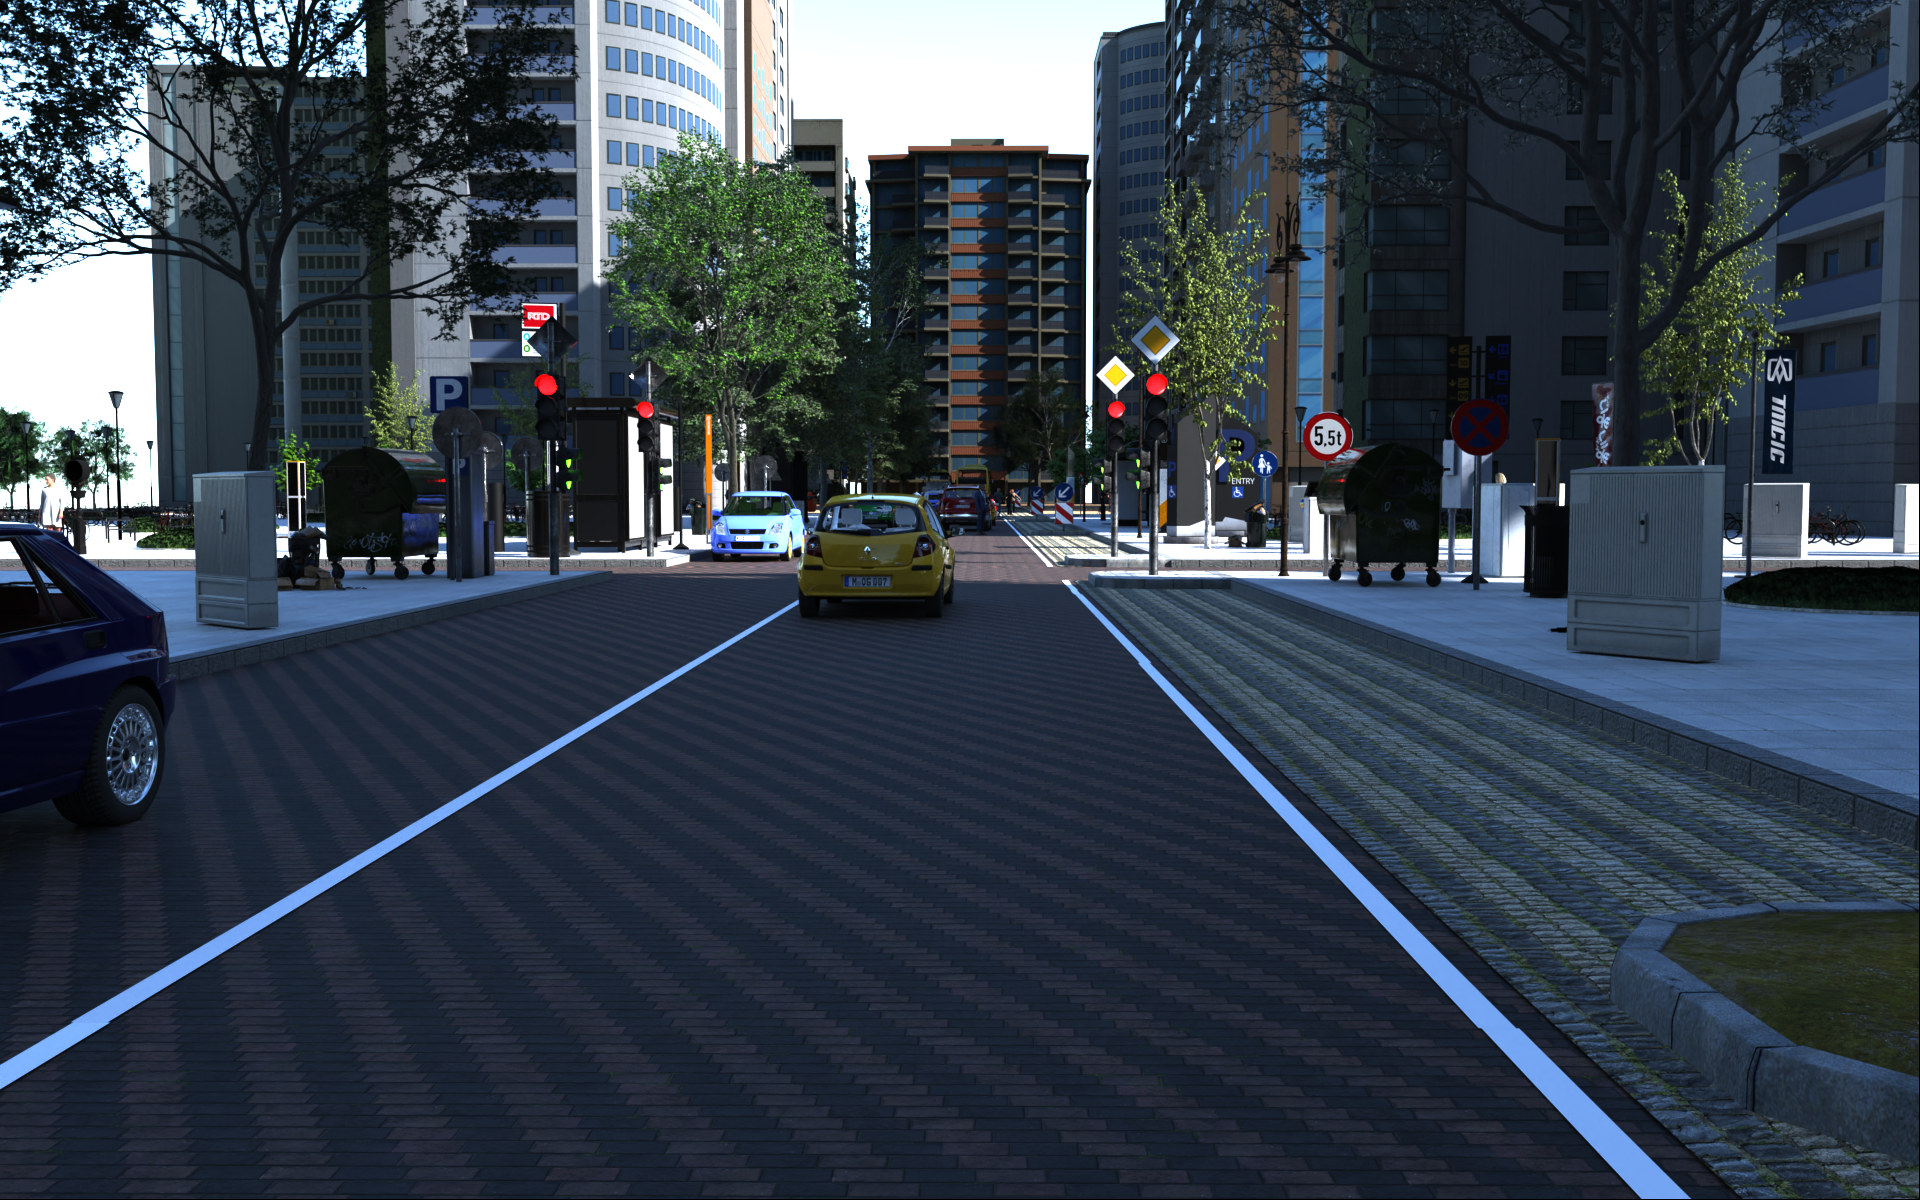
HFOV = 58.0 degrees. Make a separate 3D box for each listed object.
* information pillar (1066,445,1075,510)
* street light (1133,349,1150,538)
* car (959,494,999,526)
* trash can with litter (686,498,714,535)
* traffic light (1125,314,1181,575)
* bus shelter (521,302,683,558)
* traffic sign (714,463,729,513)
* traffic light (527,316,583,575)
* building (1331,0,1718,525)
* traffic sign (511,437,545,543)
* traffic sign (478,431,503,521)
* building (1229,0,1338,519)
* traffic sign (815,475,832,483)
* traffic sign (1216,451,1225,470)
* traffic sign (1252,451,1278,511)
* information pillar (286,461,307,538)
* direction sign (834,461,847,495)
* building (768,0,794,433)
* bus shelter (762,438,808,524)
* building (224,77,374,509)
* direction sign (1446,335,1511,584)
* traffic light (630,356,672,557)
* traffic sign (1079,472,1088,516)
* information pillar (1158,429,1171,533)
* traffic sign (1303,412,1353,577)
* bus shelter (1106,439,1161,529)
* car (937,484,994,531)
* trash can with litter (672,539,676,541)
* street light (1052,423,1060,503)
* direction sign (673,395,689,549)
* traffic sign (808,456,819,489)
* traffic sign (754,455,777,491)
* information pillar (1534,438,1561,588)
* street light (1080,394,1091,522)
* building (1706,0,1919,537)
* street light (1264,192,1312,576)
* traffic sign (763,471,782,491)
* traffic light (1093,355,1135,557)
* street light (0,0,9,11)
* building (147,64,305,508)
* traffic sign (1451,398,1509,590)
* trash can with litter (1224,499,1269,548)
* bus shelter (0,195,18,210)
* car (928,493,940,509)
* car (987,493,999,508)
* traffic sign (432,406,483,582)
[{"bbox_3d":[5.319,-5.638,83.535,0.504,3.616,0.183,-3,5,-42],"label":"information pillar"},{"bbox_3d":[5.245,-4.747,50.400,0.468,5.910,1.993,0,4,1],"label":"street light"},{"bbox_3d":[0.807,-4.280,80.207,2.015,1.641,3.980,0,4,1],"label":"car"},{"bbox_3d":[-8.032,-2.637,54.498,1.055,1.170,0.624,-3,4,-38],"label":"trash can with litter"},{"bbox_3d":[3.041,-2.346,27.277,0.839,4.253,0.868,0,4,1],"label":"traffic light"},{"bbox_3d":[-8.073,-3.755,39.025,2.179,5.291,8.768,0,4,1],"label":"bus shelter"},{"bbox_3d":[-9.658,-4.314,70.644,0.768,2.556,0.104,1,4,9],"label":"traffic sign"},{"bbox_3d":[-6.419,-2.352,27.371,0.839,4.253,0.868,0,4,1],"label":"traffic light"},{"bbox_3d":[23.151,-18.505,74.256,14.160,30.474,14.107,0,4,1],"label":"building"},{"bbox_3d":[-9.645,-2.356,38.629,0.768,2.556,0.104,0,4,3],"label":"traffic sign"},{"bbox_3d":[-9.632,-2.140,35.089,0.768,2.556,0.104,0,4,5],"label":"traffic sign"},{"bbox_3d":[22.976,-27.267,95.919,14.600,45.320,14.200,0,4,1],"label":"building"},{"bbox_3d":[-6.844,-5.310,86.819,0.884,2.594,0.081,0,4,7],"label":"traffic sign"},{"bbox_3d":[6.884,-2.909,47.298,0.795,2.593,0.064,0,4,1],"label":"traffic sign"},{"bbox_3d":[8.992,-3.123,51.164,0.768,2.556,0.104,0,4,3],"label":"traffic sign"},{"bbox_3d":[-14.767,-2.084,38.559,0.304,2.012,0.304,0,4,7],"label":"information pillar"},{"bbox_3d":[-6.281,-6.059,91.062,0.876,3.537,0.379,2,4,35],"label":"direction sign"},{"bbox_3d":[-26.865,-44.378,163.837,20.611,71.187,20.563,0,4,1],"label":"building"},{"bbox_3d":[-7.150,-4.949,72.207,1.731,3.624,6.357,0,4,1],"label":"bus shelter"},{"bbox_3d":[-49.275,-28.602,159.526,23.993,40.220,32.217,0,4,1],"label":"building"},{"bbox_3d":[7.433,-2.013,24.910,0.876,3.537,0.379,1,4,14],"label":"direction sign"},{"bbox_3d":[-6.326,-2.840,35.355,0.839,4.253,0.868,0,4,1],"label":"traffic light"},{"bbox_3d":[7.141,-6.269,102.496,0.884,2.594,0.081,0,4,8],"label":"traffic sign"},{"bbox_3d":[6.769,-4.000,56.752,0.504,3.616,0.183,1,4,15],"label":"information pillar"},{"bbox_3d":[5.694,-1.638,26.890,0.768,2.556,0.104,0,4,5],"label":"traffic sign"},{"bbox_3d":[6.792,-4.446,66.617,2.014,3.302,5.546,0,4,1],"label":"bus shelter"},{"bbox_3d":[0.207,-3.673,68.720,2.281,1.827,5.304,0,4,3],"label":"car"},{"bbox_3d":[-8.602,-2.269,48.162,1.678,1.210,2.233,-1,4,-11],"label":"trash can with litter"},{"bbox_3d":[6.073,-8.371,109.655,0.468,5.910,1.993,0,4,1],"label":"street light"},{"bbox_3d":[-6.486,-2.948,40.192,0.379,3.537,0.876,-1,4,-12],"label":"direction sign"},{"bbox_3d":[-8.571,-5.968,91.457,2.265,3.308,0.079,0,4,2],"label":"traffic sign"},{"bbox_3d":[-6.345,-3.452,56.544,0.768,2.556,0.104,0,4,6],"label":"traffic sign"},{"bbox_3d":[7.793,-1.132,23.000,0.304,2.012,0.304,1,4,22],"label":"information pillar"},{"bbox_3d":[5.748,-6.557,79.993,0.468,5.910,1.993,0,4,1],"label":"street light"},{"bbox_3d":[41.659,-31.307,53.876,28.212,58.520,21.231,0,4,1],"label":"building"},{"bbox_3d":[5.061,-3.309,26.889,0.468,5.910,1.993,0,4,1],"label":"street light"},{"bbox_3d":[-7.448,-4.169,68.162,0.884,2.594,0.081,0,4,7],"label":"traffic sign"},{"bbox_3d":[3.135,-2.834,35.261,0.839,4.253,0.868,0,4,1],"label":"traffic light"},{"bbox_3d":[-7.110,-2.389,11.848,0.468,5.910,1.993,0,4,1],"label":"street light"},{"bbox_3d":[-68.506,-29.659,168.512,14.086,41.232,14.154,0,4,1],"label":"building"},{"bbox_3d":[6.917,-1.408,23.124,0.768,2.556,0.104,0,4,4],"label":"traffic sign"},{"bbox_3d":[6.885,-1.850,41.637,1.055,1.170,0.624,2,4,25],"label":"trash can with litter"},{"bbox_3d":[-8.427,-1.201,10.912,1.731,3.624,6.357,0,4,1],"label":"bus shelter"},{"bbox_3d":[-2.369,-8.347,146.068,1.945,1.707,3.694,0,4,3],"label":"car"},{"bbox_3d":[1.101,-5.371,96.849,2.155,1.783,4.494,0,4,-1],"label":"car"},{"bbox_3d":[-7.317,-1.536,25.212,0.768,2.556,0.104,0,4,6],"label":"traffic sign"}]
